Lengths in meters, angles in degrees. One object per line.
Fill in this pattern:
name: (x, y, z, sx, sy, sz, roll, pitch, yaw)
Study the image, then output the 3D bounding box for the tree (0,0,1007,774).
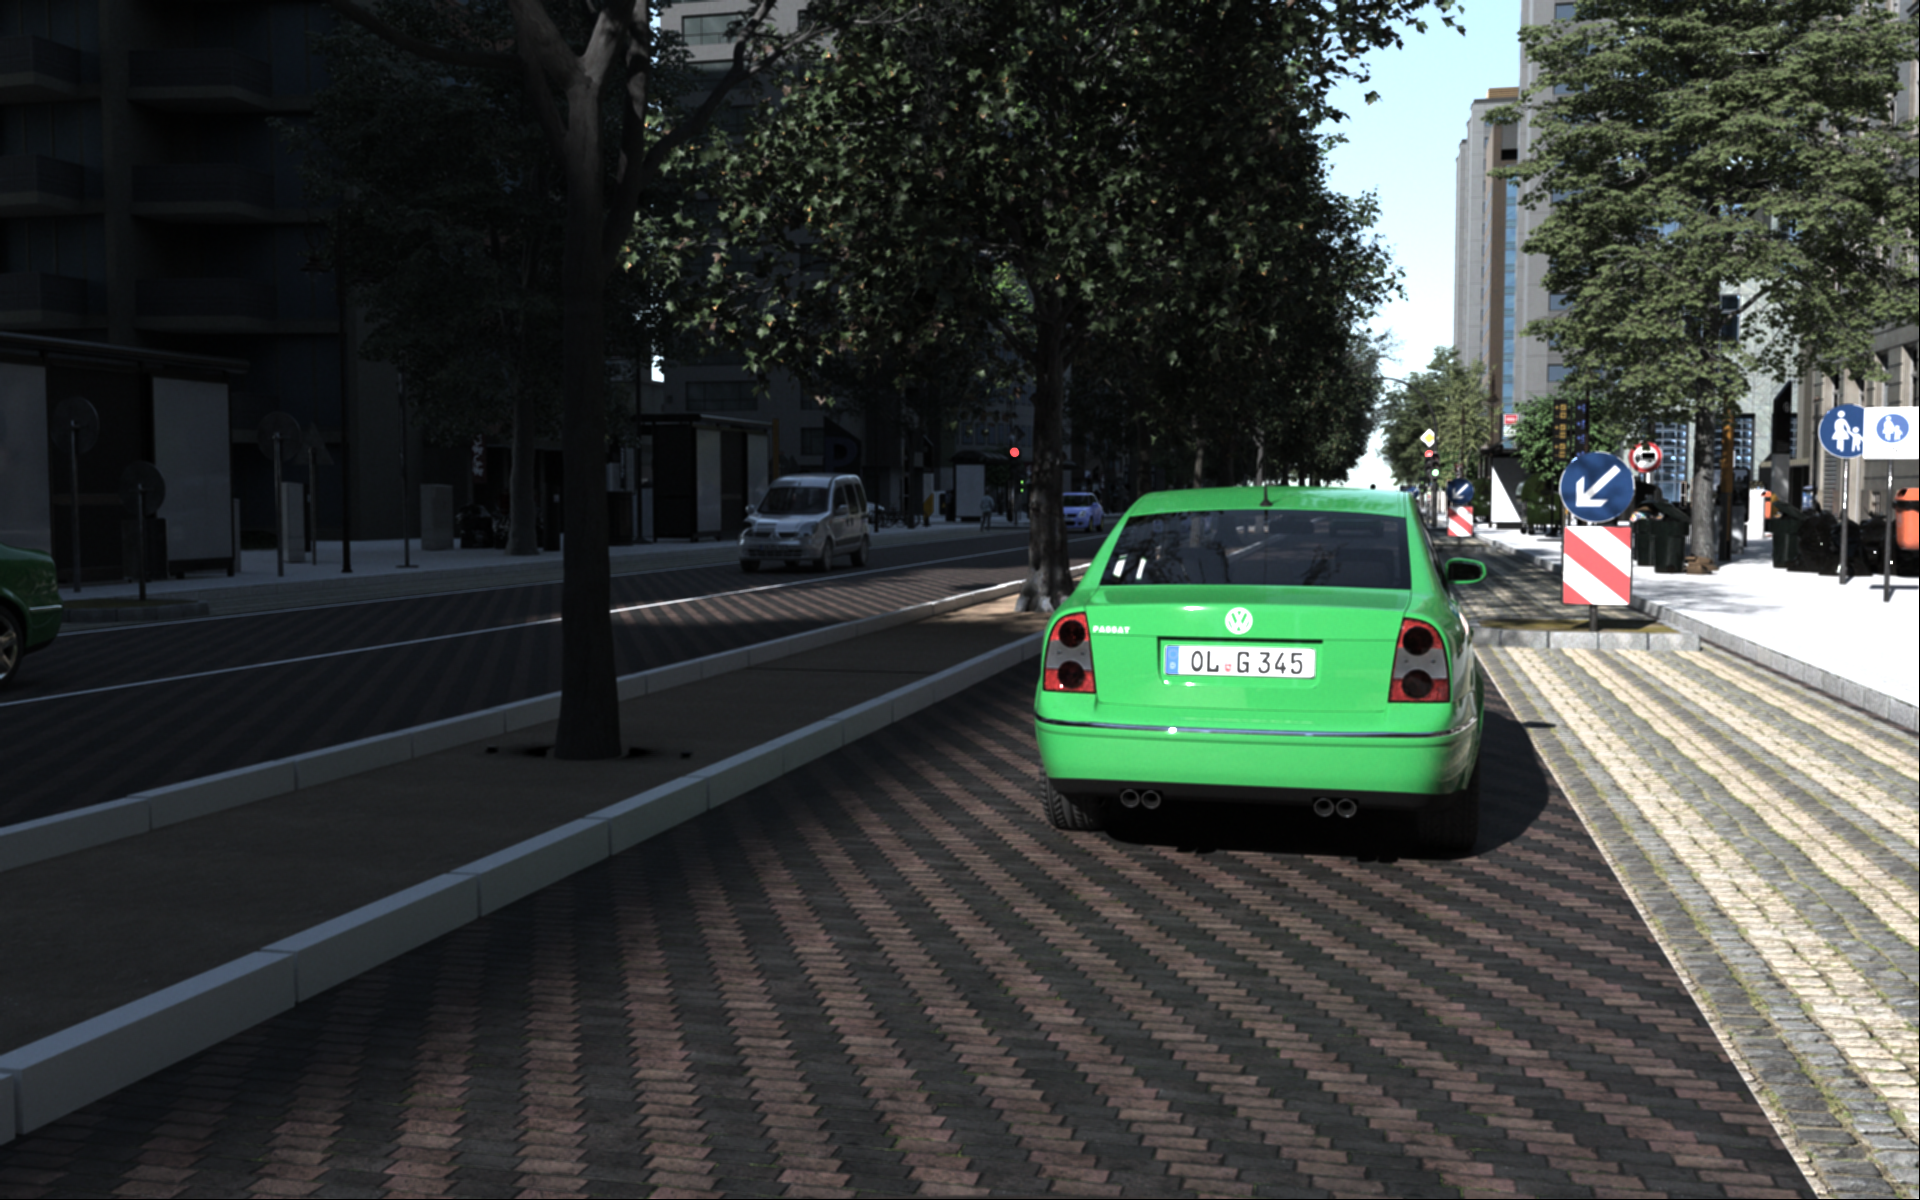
tree: (-2.021, -5.893, 9.175, 12.009, 13.543, 11.850, 0, 3, 0)

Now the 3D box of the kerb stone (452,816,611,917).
kerb stone: (-1.563, 0.970, 6.366, 0.120, 0.150, 1.000, 1, 4, 13)

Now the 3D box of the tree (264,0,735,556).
tree: (-9.226, -7.919, 36.123, 9.857, 13.997, 8.962, 0, 3, 0)

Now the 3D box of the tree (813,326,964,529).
tree: (-1.985, -7.900, 63.584, 8.767, 10.594, 7.601, 2, 4, 24)

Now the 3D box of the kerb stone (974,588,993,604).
kerb stone: (0.235, -0.037, 22.797, 0.120, 0.150, 1.000, 1, 4, 13)

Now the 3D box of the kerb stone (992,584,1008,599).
kerb stone: (0.468, -0.090, 23.793, 0.120, 0.150, 1.000, 1, 4, 13)

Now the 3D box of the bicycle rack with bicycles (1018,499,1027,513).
bicycle rack with bicycles: (5.088, -6.309, 116.531, 2.925, 0.926, 2.852, 2, 4, 25)

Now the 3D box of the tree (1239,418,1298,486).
tree: (9.071, -6.227, 54.632, 4.360, 8.622, 3.978, 0, 3, 0)

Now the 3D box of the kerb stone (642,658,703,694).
kerb stone: (-2.164, 0.574, 12.818, 0.120, 0.150, 1.000, 1, 4, 13)

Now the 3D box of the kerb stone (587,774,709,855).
kerb stone: (-1.320, 0.907, 7.361, 0.120, 0.150, 1.000, 1, 4, 13)

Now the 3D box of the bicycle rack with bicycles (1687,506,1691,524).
bicycle rack with bicycles: (31.611, -3.803, 75.561, 2.925, 0.926, 2.852, 3, 5, 40)

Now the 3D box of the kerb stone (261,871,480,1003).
kerb stone: (-1.804, 1.032, 5.373, 0.120, 0.150, 1.000, 1, 4, 13)

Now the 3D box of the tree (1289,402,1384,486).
tree: (27.053, -13.534, 130.401, 9.857, 13.997, 8.962, 0, 3, 0)

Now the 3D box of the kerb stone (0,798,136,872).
kerb stone: (-3.598, 0.943, 6.840, 0.120, 0.150, 1.000, 1, 4, 13)

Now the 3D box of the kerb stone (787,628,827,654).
kerb stone: (-1.445, 0.390, 15.817, 0.120, 0.150, 1.000, 1, 4, 13)

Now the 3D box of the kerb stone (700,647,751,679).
kerb stone: (-1.924, 0.513, 13.819, 0.120, 0.150, 1.000, 1, 4, 13)

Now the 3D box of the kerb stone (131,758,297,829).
kerb stone: (-3.370, 0.878, 7.841, 0.120, 0.150, 1.000, 1, 4, 13)

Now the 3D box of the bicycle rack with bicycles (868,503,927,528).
bicycle rack with bicycles: (-2.604, -3.246, 66.454, 2.925, 0.926, 2.852, -1, 4, -20)

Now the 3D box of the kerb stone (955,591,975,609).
kerb stone: (-0.010, 0.025, 21.793, 0.120, 0.150, 1.000, 1, 4, 13)

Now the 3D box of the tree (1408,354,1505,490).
tree: (26.674, -8.644, 91.687, 4.737, 8.622, 4.395, 0, 3, 0)

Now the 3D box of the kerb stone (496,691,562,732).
kerb stone: (-2.649, 0.695, 10.830, 0.120, 0.150, 1.000, 1, 4, 13)

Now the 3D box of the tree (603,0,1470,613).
tree: (1.055, -6.192, 20.699, 9.611, 12.733, 9.660, 0, 3, 0)

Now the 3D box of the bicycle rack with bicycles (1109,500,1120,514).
bicycle rack with bicycles: (9.574, -6.131, 113.624, 2.852, 0.926, 2.925, 1, 4, 19)

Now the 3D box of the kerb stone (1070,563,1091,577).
kerb stone: (2.149, -0.520, 30.788, 0.120, 0.150, 1.000, 1, 4, 13)

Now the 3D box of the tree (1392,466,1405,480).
tree: (55.015, -15.939, 210.968, 4.737, 8.622, 4.395, 0, 3, 0)

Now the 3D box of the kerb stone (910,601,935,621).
kerb stone: (-0.496, 0.147, 19.800, 0.120, 0.150, 1.000, 1, 4, 13)

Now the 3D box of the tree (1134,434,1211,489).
tree: (17.791, -14.099, 148.653, 7.486, 12.596, 7.792, 0, 3, 0)

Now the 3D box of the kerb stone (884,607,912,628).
kerb stone: (-0.732, 0.213, 18.803, 0.120, 0.150, 1.000, 1, 4, 13)

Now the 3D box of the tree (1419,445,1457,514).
tree: (28.607, -7.067, 99.254, 4.285, 4.588, 4.351, 0, 3, 0)

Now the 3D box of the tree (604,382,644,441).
tree: (-19.951, -9.015, 97.754, 4.737, 8.622, 4.395, 0, 3, 0)

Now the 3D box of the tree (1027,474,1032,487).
tree: (4.413, -5.698, 87.763, 1.663, 3.219, 1.824, 0, 3, 0)

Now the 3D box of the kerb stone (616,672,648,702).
kerb stone: (-2.408, 0.634, 11.824, 0.120, 0.150, 1.000, 1, 4, 13)

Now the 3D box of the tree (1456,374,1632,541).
tree: (16.652, -3.896, 47.415, 4.285, 4.588, 4.351, 0, 3, 0)

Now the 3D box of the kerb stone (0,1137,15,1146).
kerb stone: (-2.275, 1.156, 3.374, 0.120, 0.150, 1.000, 1, 4, 13)

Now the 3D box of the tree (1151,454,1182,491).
tree: (16.435, -9.661, 141.665, 4.285, 4.588, 4.351, 0, 3, 0)

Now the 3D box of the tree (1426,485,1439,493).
tree: (45.441, -10.578, 167.555, 1.663, 3.219, 1.824, 0, 3, 0)

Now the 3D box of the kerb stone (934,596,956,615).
kerb stone: (-0.249, 0.091, 20.792, 0.120, 0.150, 1.000, 1, 4, 13)

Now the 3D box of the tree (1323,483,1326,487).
tree: (30.844, -11.837, 146.347, 4.737, 8.622, 4.395, 0, 3, 0)

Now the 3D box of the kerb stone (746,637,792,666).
kerb stone: (-1.680, 0.451, 14.822, 0.120, 0.150, 1.000, 1, 4, 13)

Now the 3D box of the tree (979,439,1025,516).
tree: (2.476, -7.334, 103.616, 4.285, 4.588, 4.351, 0, 3, 0)

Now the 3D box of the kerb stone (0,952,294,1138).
kerb stone: (-2.035, 1.092, 4.368, 0.120, 0.150, 1.000, 1, 4, 13)

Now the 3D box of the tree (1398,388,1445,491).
tree: (41.264, -13.350, 152.685, 7.601, 10.594, 8.767, 0, 4, -2)

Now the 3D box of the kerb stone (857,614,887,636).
kerb stone: (-0.969, 0.275, 17.809, 0.120, 0.150, 1.000, 1, 4, 13)

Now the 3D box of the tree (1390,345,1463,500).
tree: (37.150, -13.087, 132.103, 7.486, 12.596, 7.792, 0, 3, 0)

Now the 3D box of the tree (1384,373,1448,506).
tree: (48.690, -16.831, 181.839, 9.857, 13.997, 8.962, 0, 3, 0)

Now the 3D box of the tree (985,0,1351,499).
tree: (3.214, -6.247, 30.345, 9.928, 11.665, 9.643, 0, 3, 0)

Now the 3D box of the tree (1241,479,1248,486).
tree: (32.175, -17.706, 207.626, 7.486, 12.596, 7.792, 0, 3, 0)

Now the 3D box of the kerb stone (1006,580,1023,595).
kerb stone: (0.704, -0.158, 24.787, 0.120, 0.150, 1.000, 1, 4, 13)

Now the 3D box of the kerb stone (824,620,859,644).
kerb stone: (-1.211, 0.329, 16.816, 0.120, 0.150, 1.000, 1, 4, 13)

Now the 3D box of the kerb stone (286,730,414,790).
kerb stone: (-3.125, 0.818, 8.834, 0.120, 0.150, 1.000, 1, 4, 13)

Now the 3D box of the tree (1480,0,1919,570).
tree: (12.610, -6.759, 28.644, 7.486, 12.596, 7.792, 0, 3, 0)

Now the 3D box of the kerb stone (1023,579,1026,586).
kerb stone: (0.952, -0.218, 25.779, 0.120, 0.150, 1.000, 1, 4, 13)

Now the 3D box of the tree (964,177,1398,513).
tree: (5.286, -6.254, 39.120, 8.767, 10.594, 7.601, 1, 4, 13)

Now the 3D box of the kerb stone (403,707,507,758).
kerb stone: (-2.888, 0.758, 9.836, 0.120, 0.150, 1.000, 1, 4, 13)
